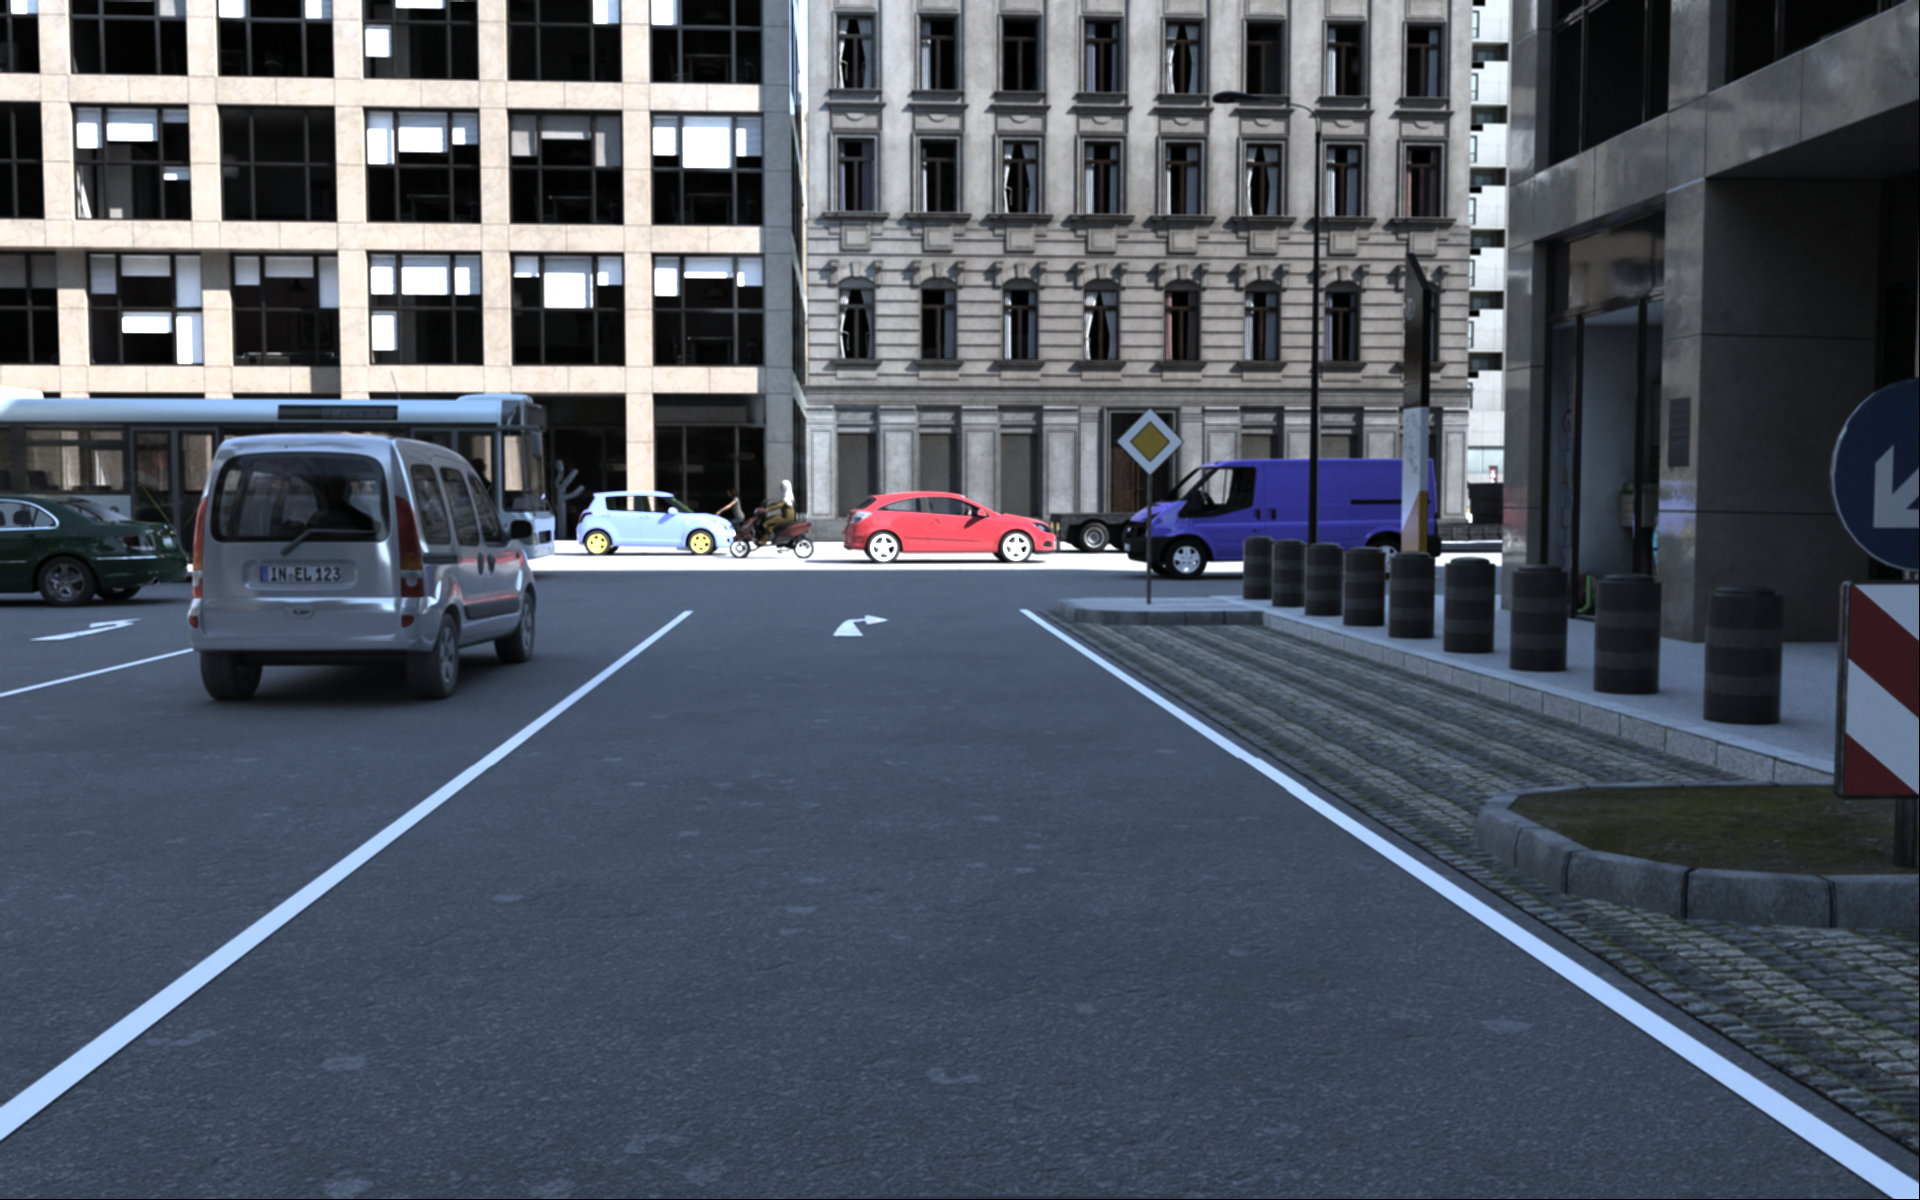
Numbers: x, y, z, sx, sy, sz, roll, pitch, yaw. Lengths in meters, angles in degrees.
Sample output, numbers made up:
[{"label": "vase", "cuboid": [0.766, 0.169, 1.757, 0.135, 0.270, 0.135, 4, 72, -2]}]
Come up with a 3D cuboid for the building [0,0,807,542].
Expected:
[{"label": "building", "cuboid": [-22.066, -15.266, 54.123, 34.151, 26.468, 19.350, 0, 4, -4]}]

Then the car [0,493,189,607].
[{"label": "car", "cuboid": [-12.762, -0.663, 22.632, 4.920, 1.459, 2.131, 0, 4, -5]}]

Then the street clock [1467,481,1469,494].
[{"label": "street clock", "cuboid": [27.171, -5.424, 93.251, 0.358, 2.002, 0.471, -2, 4, -27]}]

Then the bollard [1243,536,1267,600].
[{"label": "bollard", "cuboid": [3.676, -0.399, 21.240, 0.404, 0.777, 0.398, 0, 3, 0]}]

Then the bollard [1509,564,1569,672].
[{"label": "bollard", "cuboid": [4.235, 0.125, 12.670, 0.404, 0.777, 0.398, 0, 3, 0]}]

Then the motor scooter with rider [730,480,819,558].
[{"label": "motor scooter with rider", "cuboid": [-4.143, -1.814, 38.628, 1.986, 1.779, 0.876, 0, 4, -2]}]

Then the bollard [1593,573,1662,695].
[{"label": "bollard", "cuboid": [4.332, 0.212, 11.245, 0.404, 0.777, 0.398, 0, 3, 0]}]

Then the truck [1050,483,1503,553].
[{"label": "truck", "cuboid": [11.698, -3.267, 43.176, 18.799, 4.110, 2.967, 0, 4, -3]}]

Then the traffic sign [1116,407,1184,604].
[{"label": "traffic sign", "cuboid": [2.199, -1.009, 20.138, 0.795, 2.450, 0.064, 0, 4, -4]}]

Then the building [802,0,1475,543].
[{"label": "building", "cuboid": [4.523, -12.296, 50.184, 18.267, 20.994, 9.793, 0, 4, -4]}]

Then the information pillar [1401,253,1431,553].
[{"label": "information pillar", "cuboid": [4.381, -1.549, 16.674, 0.183, 3.616, 0.504, 0, 4, -6]}]

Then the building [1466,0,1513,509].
[{"label": "building", "cuboid": [48.409, -35.299, 166.370, 27.495, 52.752, 28.713, 0, 4, -4]}]

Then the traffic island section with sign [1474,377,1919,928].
[{"label": "traffic island section with sign", "cuboid": [3.113, 0.122, 6.638, 1.989, 1.847, 2.006, 0, 4, -4]}]

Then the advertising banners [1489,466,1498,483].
[{"label": "advertising banners", "cuboid": [33.896, -6.815, 107.606, 2.074, 3.025, 0.090, 0, 4, 7]}]

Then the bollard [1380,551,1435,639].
[{"label": "bollard", "cuboid": [4.052, -0.050, 15.528, 0.404, 0.777, 0.398, 0, 3, 0]}]

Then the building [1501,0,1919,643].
[{"label": "building", "cuboid": [16.718, -12.091, 2.197, 19.350, 26.468, 34.151, 0, 4, -4]}]

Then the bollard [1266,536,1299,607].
[{"label": "bollard", "cuboid": [3.775, -0.312, 19.811, 0.404, 0.777, 0.398, 0, 3, 0]}]

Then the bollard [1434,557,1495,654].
[{"label": "bollard", "cuboid": [4.148, 0.038, 14.104, 0.404, 0.777, 0.398, 0, 3, 0]}]

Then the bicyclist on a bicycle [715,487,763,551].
[{"label": "bicyclist on a bicycle", "cuboid": [-5.749, -2.037, 43.333, 1.625, 1.676, 1.499, 0, 4, -4]}]

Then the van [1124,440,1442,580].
[{"label": "van", "cuboid": [5.460, -1.555, 29.813, 5.245, 2.365, 2.240, 0, 4, -4]}]

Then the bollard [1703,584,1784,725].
[{"label": "bollard", "cuboid": [4.429, 0.301, 9.794, 0.404, 0.777, 0.398, 0, 3, 0]}]

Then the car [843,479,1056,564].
[{"label": "car", "cuboid": [-0.213, -1.676, 36.446, 4.494, 1.783, 2.155, 0, 4, -6]}]

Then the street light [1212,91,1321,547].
[{"label": "street light", "cuboid": [3.605, -2.914, 20.180, 1.470, 5.913, 1.316, 0, 4, -4]}]

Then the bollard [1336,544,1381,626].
[{"label": "bollard", "cuboid": [3.959, -0.137, 16.953, 0.404, 0.777, 0.398, 0, 3, 0]}]

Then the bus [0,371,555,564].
[{"label": "bus", "cuboid": [-12.787, -2.086, 28.974, 13.247, 3.499, 2.948, 0, 4, -5]}]

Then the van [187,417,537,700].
[{"label": "van", "cuboid": [-4.452, -0.394, 13.449, 2.013, 2.044, 4.112, 0, 4, -2]}]

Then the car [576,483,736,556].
[{"label": "car", "cuboid": [-7.153, -1.914, 40.890, 3.694, 1.707, 1.945, 0, 4, -3]}]

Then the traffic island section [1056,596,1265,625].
[{"label": "traffic island section", "cuboid": [2.222, 0.126, 20.217, 2.009, 0.180, 2.903, 0, 4, -4]}]

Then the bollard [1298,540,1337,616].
[{"label": "bollard", "cuboid": [3.865, -0.224, 18.378, 0.404, 0.777, 0.398, 0, 3, 0]}]
